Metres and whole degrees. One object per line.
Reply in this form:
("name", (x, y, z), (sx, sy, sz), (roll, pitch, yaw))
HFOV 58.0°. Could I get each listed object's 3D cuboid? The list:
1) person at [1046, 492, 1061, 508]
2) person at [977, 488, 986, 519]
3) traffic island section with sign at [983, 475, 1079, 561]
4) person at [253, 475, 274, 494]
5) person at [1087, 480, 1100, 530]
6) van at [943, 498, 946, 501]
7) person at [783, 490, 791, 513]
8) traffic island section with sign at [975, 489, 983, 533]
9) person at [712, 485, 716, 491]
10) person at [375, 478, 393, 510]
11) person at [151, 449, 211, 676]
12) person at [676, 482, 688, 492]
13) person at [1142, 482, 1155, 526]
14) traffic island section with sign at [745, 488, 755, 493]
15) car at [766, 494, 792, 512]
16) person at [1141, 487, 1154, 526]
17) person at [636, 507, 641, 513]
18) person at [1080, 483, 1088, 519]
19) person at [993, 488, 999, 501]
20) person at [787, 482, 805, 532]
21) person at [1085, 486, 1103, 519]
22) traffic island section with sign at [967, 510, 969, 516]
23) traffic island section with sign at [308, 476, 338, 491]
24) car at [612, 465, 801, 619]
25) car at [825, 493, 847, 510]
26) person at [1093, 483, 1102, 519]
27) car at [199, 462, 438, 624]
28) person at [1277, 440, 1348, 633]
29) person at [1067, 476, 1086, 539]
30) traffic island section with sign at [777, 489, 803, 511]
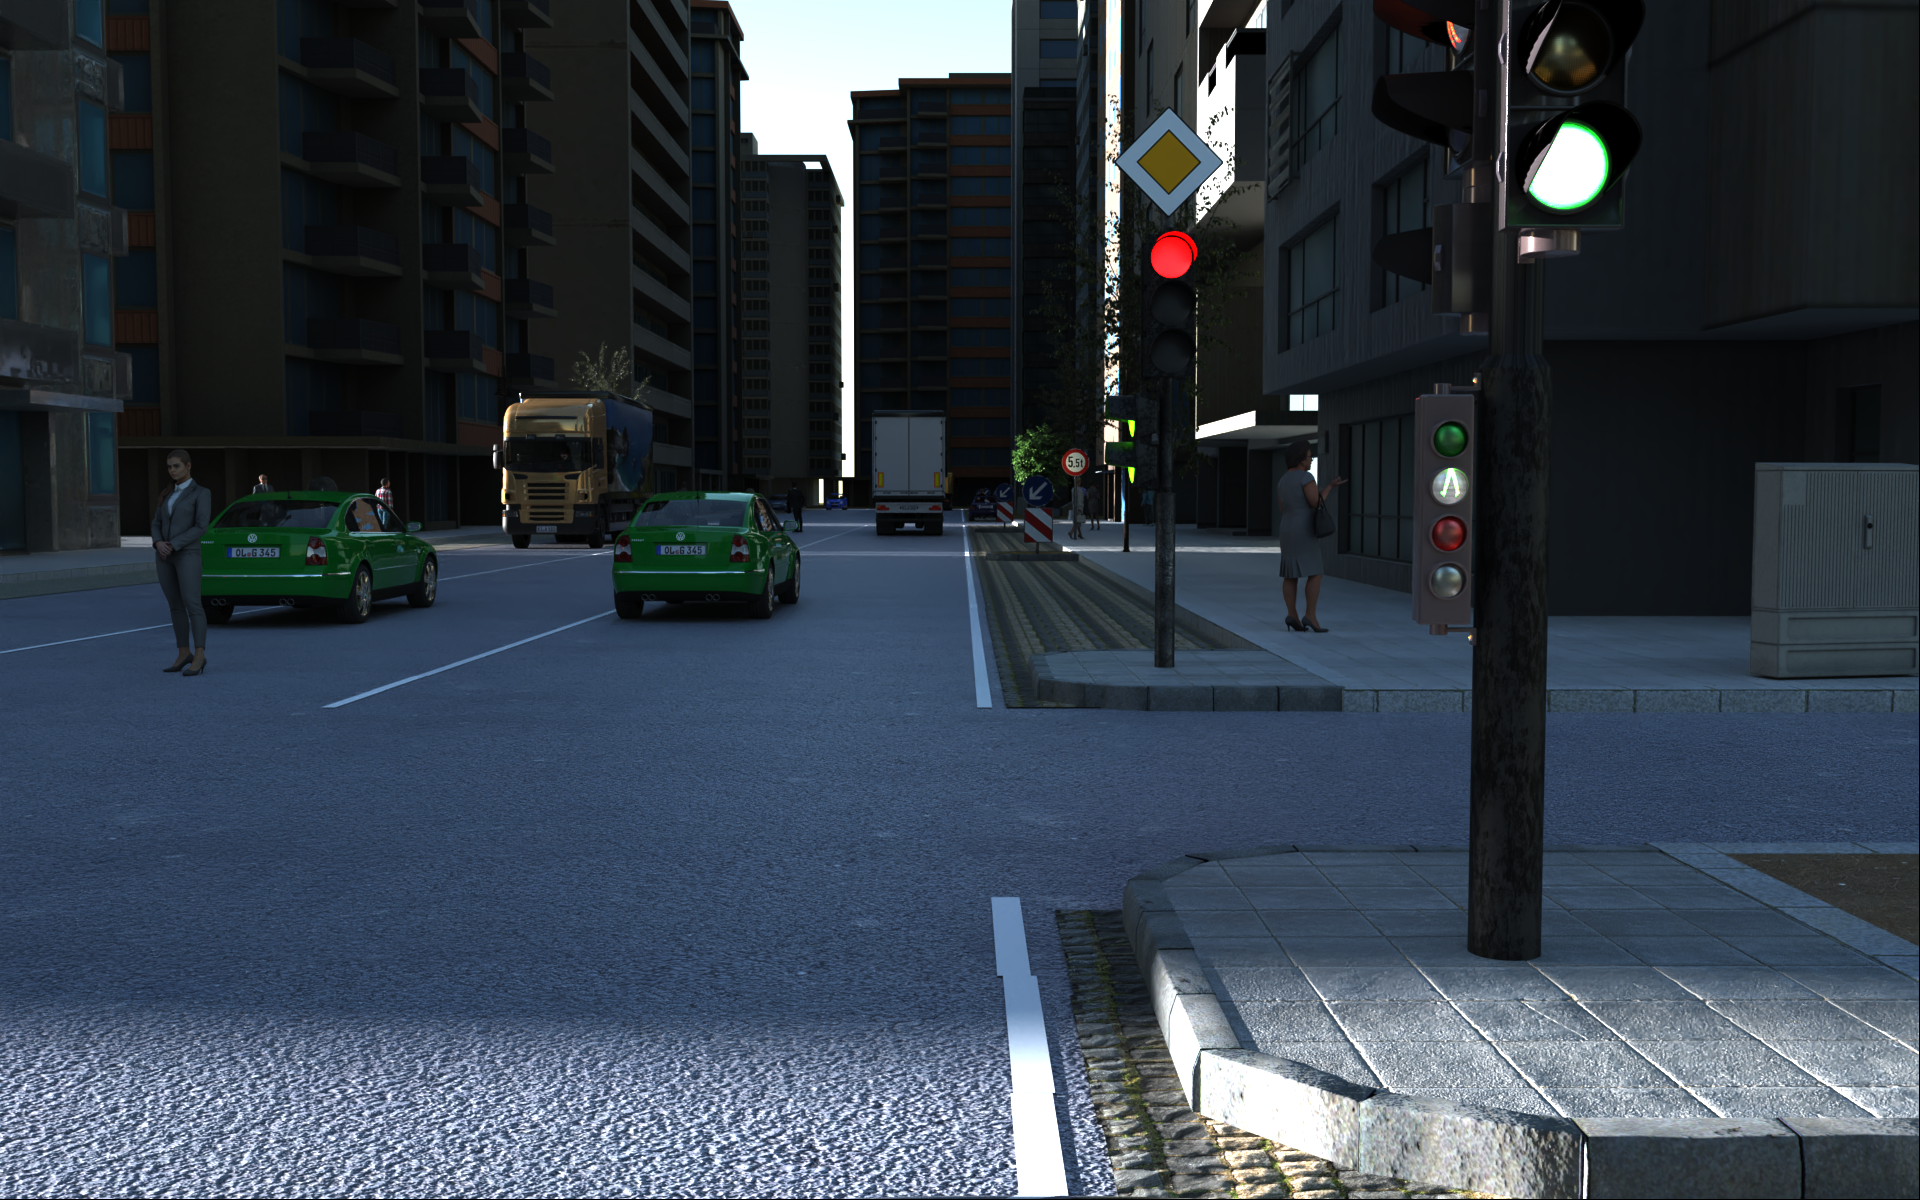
("person", (4.645, -5.054, 89.467), (1.217, 1.735, 0.721), (-1, 4, -17))
("person", (1.304, -5.571, 100.102), (1.217, 1.766, 0.721), (1, 4, 23))
("traffic island section with sign", (1.558, -1.779, 37.708), (1.989, 1.847, 2.006), (0, 3, 0))
("person", (-18.650, -2.466, 46.543), (0.661, 1.801, 0.590), (-3, 4, -38))
("person", (4.746, -3.390, 61.817), (0.599, 1.781, 0.374), (-1, 4, -23))
("van", (-1.787, -5.501, 96.960), (2.013, 2.044, 4.112), (0, 4, 0))
("person", (-12.727, -7.276, 128.172), (0.721, 1.735, 1.217), (2, 4, 26))
("traffic island section with sign", (1.549, -3.427, 64.663), (1.989, 1.847, 2.006), (0, 3, 0))
("person", (-16.595, -6.781, 116.545), (0.705, 1.869, 1.348), (-2, 4, -25))
("person", (-16.127, -2.543, 48.459), (0.563, 1.720, 0.643), (2, 4, 27))
("person", (-6.267, -0.310, 13.845), (0.520, 1.790, 0.573), (0, 4, 1))
("person", (-8.370, -2.700, 52.753), (0.694, 1.812, 0.767), (-1, 4, -11))
("person", (7.587, -3.889, 69.810), (0.511, 1.800, 0.466), (1, 4, 20))
("traffic island section with sign", (-13.966, -6.528, 115.354), (1.989, 1.847, 2.006), (0, 3, 0))
("car", (-14.193, -7.579, 135.914), (2.014, 1.417, 4.499), (0, 4, 0))
("person", (7.491, -3.836, 68.775), (0.620, 1.820, 0.660), (2, 4, 32))
("person", (-6.906, -1.493, 38.403), (0.738, 1.151, 1.012), (1, 4, 23))
("person", (6.222, -5.097, 89.242), (0.709, 1.838, 0.599), (-1, 4, -18))
("person", (3.249, -8.937, 152.036), (0.709, 1.838, 0.599), (0, 4, 2))
("person", (-6.164, -3.494, 64.982), (0.648, 1.900, 0.474), (-3, 5, -40))
("person", (6.939, -5.114, 90.376), (1.217, 1.735, 0.721), (0, 4, -1))
("traffic island section with sign", (1.556, -6.483, 114.617), (1.989, 1.847, 2.006), (0, 3, 0))
("traffic island section with sign", (-13.979, -1.770, 37.561), (1.989, 1.847, 2.006), (0, 3, 0))
("car", (-3.024, -0.764, 21.281), (1.959, 1.807, 4.718), (0, 4, 1))
("car", (-11.148, -8.987, 156.530), (1.945, 1.707, 3.694), (0, 4, 2))
("person", (7.115, -5.116, 89.553), (0.599, 1.838, 0.709), (0, 4, 3))
("car", (-7.521, -0.714, 20.469), (1.959, 1.807, 4.718), (0, 4, -2))
("person", (3.291, -0.594, 16.114), (0.532, 1.782, 0.716), (-2, 4, -25))
("person", (3.300, -2.625, 49.306), (0.624, 1.780, 0.694), (-1, 4, -16))
("traffic island section with sign", (-13.957, -8.184, 142.442), (1.989, 1.847, 2.006), (0, 3, 0))
